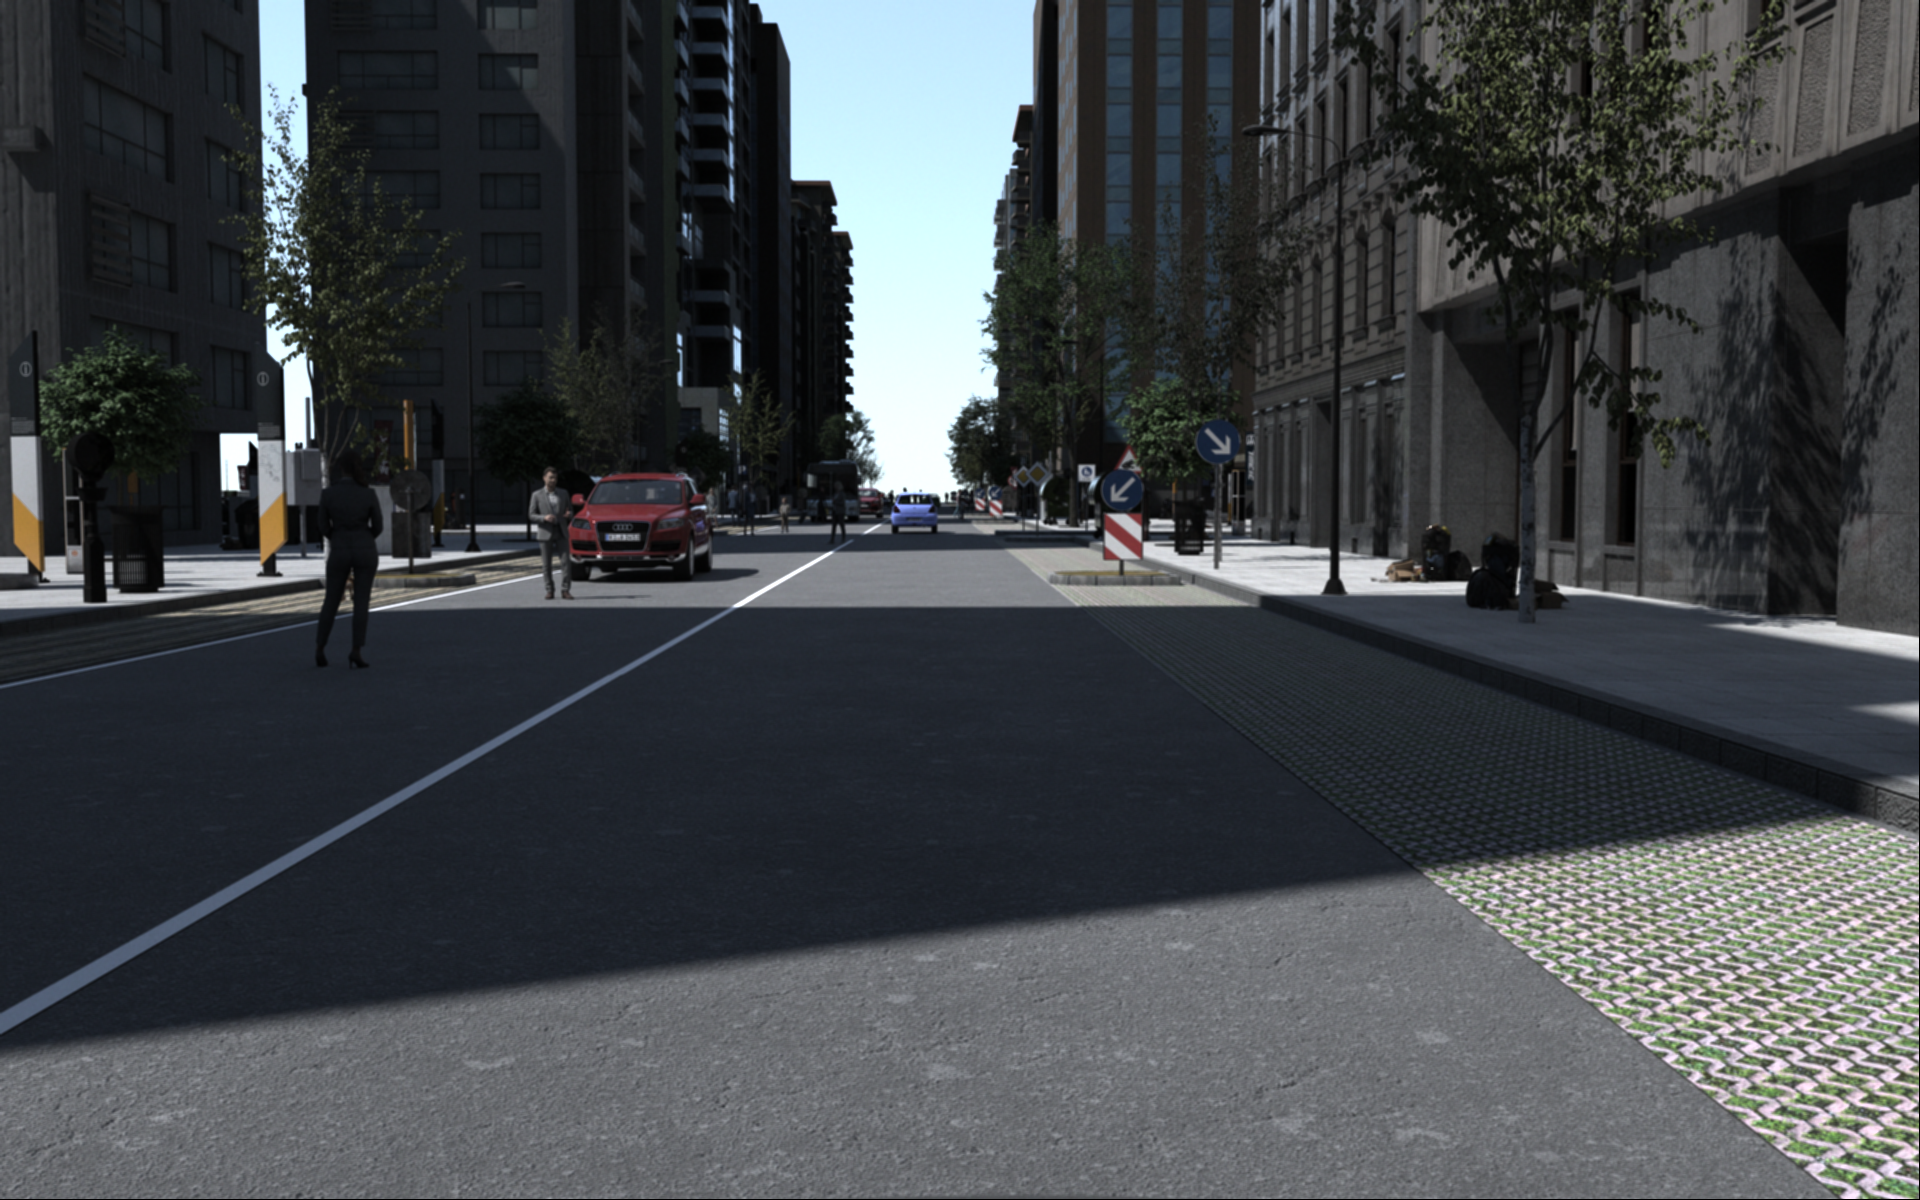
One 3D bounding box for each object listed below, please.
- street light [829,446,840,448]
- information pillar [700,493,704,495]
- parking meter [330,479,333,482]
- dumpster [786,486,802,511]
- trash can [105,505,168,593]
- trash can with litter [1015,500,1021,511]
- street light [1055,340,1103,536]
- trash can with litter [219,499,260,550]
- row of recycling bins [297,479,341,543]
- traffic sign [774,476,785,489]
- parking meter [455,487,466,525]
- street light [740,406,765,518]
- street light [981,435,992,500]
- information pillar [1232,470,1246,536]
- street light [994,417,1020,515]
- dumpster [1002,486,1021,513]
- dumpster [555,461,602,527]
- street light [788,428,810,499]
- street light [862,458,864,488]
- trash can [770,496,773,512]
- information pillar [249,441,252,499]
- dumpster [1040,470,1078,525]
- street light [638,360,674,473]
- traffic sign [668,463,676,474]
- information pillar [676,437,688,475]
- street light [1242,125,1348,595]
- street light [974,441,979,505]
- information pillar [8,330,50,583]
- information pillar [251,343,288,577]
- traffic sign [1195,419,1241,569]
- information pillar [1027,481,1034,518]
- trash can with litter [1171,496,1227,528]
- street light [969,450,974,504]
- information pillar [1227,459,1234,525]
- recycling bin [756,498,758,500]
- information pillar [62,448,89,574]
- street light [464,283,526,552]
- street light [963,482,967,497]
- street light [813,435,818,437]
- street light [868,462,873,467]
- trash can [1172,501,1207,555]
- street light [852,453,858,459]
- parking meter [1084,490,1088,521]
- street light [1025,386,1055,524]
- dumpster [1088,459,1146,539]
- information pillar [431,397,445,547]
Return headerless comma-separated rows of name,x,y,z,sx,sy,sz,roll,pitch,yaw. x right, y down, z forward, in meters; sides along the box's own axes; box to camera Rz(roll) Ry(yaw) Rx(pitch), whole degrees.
street light,-12.270,-11.901,167.114,1.470,5.913,1.316,0,4,-1
information pillar,-14.504,-6.429,96.476,0.504,3.616,0.183,-2,4,-31
parking meter,-25.059,-3.861,68.838,0.255,1.863,0.399,-2,4,-29
dumpster,-12.344,-7.533,128.914,1.264,1.857,1.865,0,4,-1
trash can,-10.715,-0.668,22.574,0.748,1.137,0.748,0,3,0
trash can with litter,4.615,-7.373,131.930,0.624,1.170,1.055,-3,4,-37
street light,3.735,-4.884,52.395,1.470,5.913,1.316,0,4,-1
trash can with litter,-16.481,-1.740,39.831,0.624,1.170,1.055,1,4,19
row of recycling bins,-16.936,-2.423,46.727,1.069,1.692,3.534,1,4,13
traffic sign,-12.503,-7.326,119.893,0.768,2.556,0.104,0,4,2
parking meter,-18.684,-3.447,64.775,0.372,1.533,0.369,0,3,0
street light,-11.023,-7.288,91.706,1.470,5.913,1.316,0,4,-1
street light,2.496,-9.969,135.531,1.470,5.913,1.316,0,4,-1
information pillar,8.608,-2.995,53.458,0.304,2.012,0.304,-2,4,-28
street light,2.975,-8.095,104.901,1.470,5.913,1.316,0,4,-1
dumpster,3.473,-6.813,117.158,1.264,1.857,1.865,0,4,-1
dumpster,-11.141,-2.937,50.509,1.502,2.255,1.985,0,4,-1
street light,-11.538,-9.140,121.984,1.470,5.913,1.316,0,4,-1
street light,-12.985,-15.175,220.652,1.470,5.913,1.316,0,4,-1
trash can,-13.559,-6.792,122.699,0.748,1.137,0.748,0,3,0
information pillar,-31.109,-5.198,76.347,0.183,3.616,0.504,2,4,25
dumpster,4.106,-4.234,71.715,1.502,2.255,1.985,0,4,-1
street light,-10.605,-5.361,60.189,1.470,5.913,1.316,0,4,-1
traffic sign,-11.741,-4.370,71.558,0.768,2.556,0.104,0,4,8
information pillar,-11.249,-4.819,70.140,0.504,3.616,0.183,0,4,-8
street light,4.252,-3.025,21.993,1.470,5.913,1.316,0,4,-1
street light,2.206,-10.923,151.129,1.470,5.913,1.316,0,4,-1
information pillar,-13.416,-2.052,24.905,0.504,3.616,0.183,1,4,19
information pillar,-10.667,-2.169,26.820,0.504,3.616,0.183,1,4,20
traffic sign,4.386,-1.800,29.542,0.768,2.556,0.104,0,4,0
information pillar,3.747,-5.365,92.205,0.304,2.012,0.304,3,4,38
trash can with litter,8.973,-3.357,65.939,1.678,1.210,2.233,-2,4,-34
street light,1.820,-12.775,181.409,1.470,5.913,1.316,0,4,-1
information pillar,11.088,-4.861,70.832,0.183,3.616,0.504,2,4,26
recycling bin,-13.489,-6.063,111.678,0.722,1.027,0.722,-2,4,-28
information pillar,-14.129,-1.423,27.762,0.304,2.012,0.304,0,4,4
street light,-10.241,-4.015,38.181,1.470,5.913,1.316,0,4,-1
street light,1.382,-14.627,211.687,1.470,5.913,1.316,0,4,-1
street light,-11.849,-10.034,136.599,1.470,5.913,1.316,0,4,-1
street light,-13.463,-17.076,251.738,1.470,5.913,1.316,0,4,-1
trash can,4.820,-1.516,36.435,0.748,1.137,0.748,0,3,0
street light,-12.718,-13.791,198.016,1.470,5.913,1.316,0,4,-1
parking meter,6.020,-4.608,83.756,0.372,1.533,0.369,0,3,0
street light,3.471,-6.176,73.511,1.470,5.913,1.316,0,4,-1
dumpster,4.453,-2.847,49.043,1.502,2.255,1.985,0,4,-1
information pillar,-12.609,-3.087,41.835,0.183,3.616,0.504,-3,5,-40
